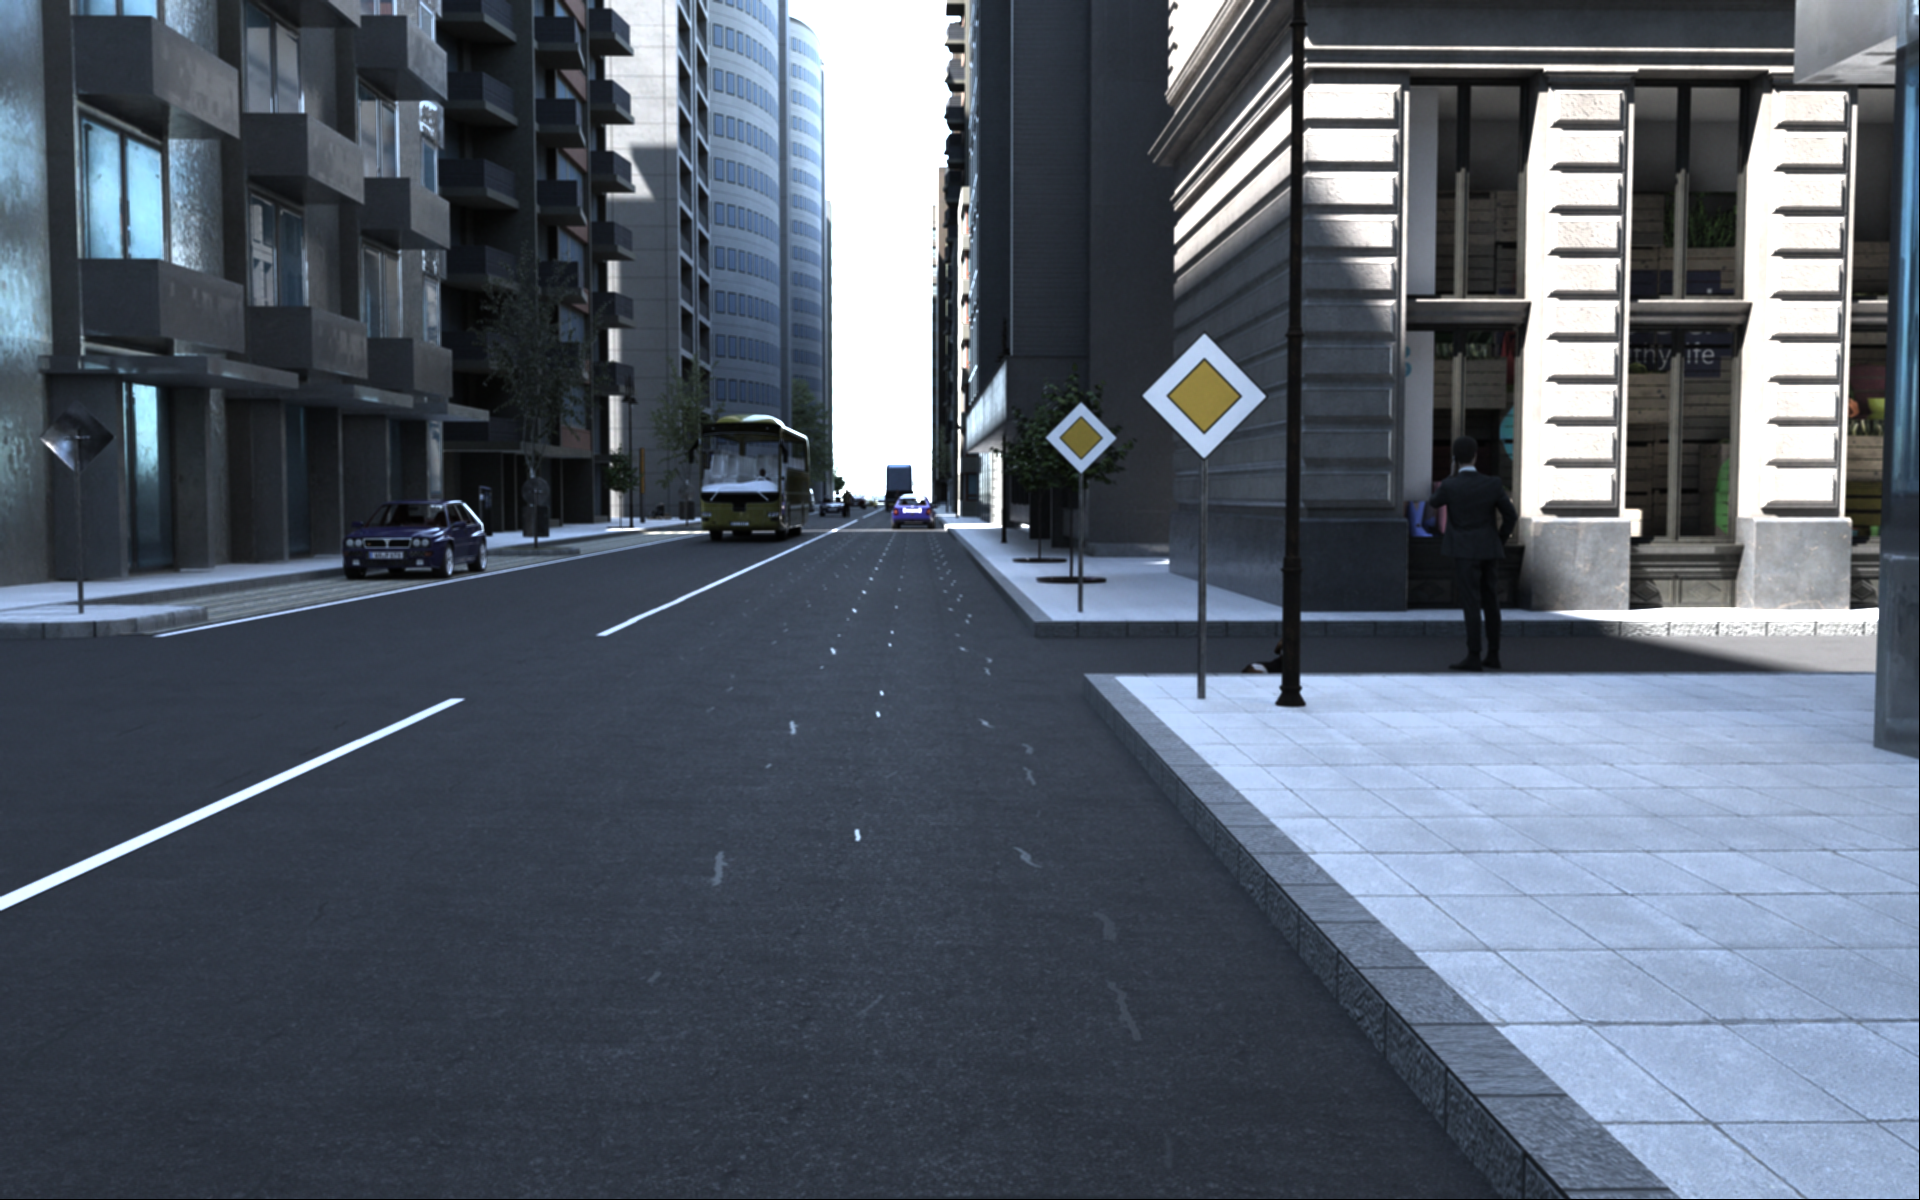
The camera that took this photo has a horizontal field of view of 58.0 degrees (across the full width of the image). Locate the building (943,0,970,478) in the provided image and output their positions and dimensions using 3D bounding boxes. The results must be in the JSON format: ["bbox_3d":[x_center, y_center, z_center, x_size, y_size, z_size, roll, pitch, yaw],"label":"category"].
[{"bbox_3d":[9.794,-29.741,140.885,22.147,44.769,28.867,0,4,-1],"label":"building"}]

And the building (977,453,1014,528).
[{"bbox_3d":[6.680,-18.446,79.083,11.434,29.767,29.804,0,4,-1],"label":"building"}]

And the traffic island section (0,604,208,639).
[{"bbox_3d":[-9.457,0.225,18.596,2.009,0.180,2.903,0,4,-1],"label":"traffic island section"}]

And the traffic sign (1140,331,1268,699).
[{"bbox_3d":[1.512,-0.438,10.805,0.795,2.450,0.064,0,4,-1],"label":"traffic sign"}]

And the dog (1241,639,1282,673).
[{"bbox_3d":[2.295,0.436,13.069,0.748,0.427,0.550,1,4,14],"label":"dog"}]

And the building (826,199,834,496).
[{"bbox_3d":[-24.396,-33.627,233.399,14.154,41.232,14.086,0,4,-1],"label":"building"}]

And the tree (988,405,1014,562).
[{"bbox_3d":[1.567,-2.326,32.625,1.663,3.219,1.824,0,3,0],"label":"tree"}]

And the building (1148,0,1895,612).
[{"bbox_3d":[12.785,-11.883,23.163,19.941,23.489,11.050,0,4,-1],"label":"building"}]

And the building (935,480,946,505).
[{"bbox_3d":[12.930,-31.801,211.819,32.217,40.220,23.993,0,4,-1],"label":"building"}]

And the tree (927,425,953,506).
[{"bbox_3d":[-1.347,-14.085,180.655,4.360,8.622,3.978,0,3,0],"label":"tree"}]

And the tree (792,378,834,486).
[{"bbox_3d":[-16.250,-15.399,169.904,7.486,12.596,7.792,0,3,0],"label":"tree"}]

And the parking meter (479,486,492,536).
[{"bbox_3d":[-14.450,-2.713,52.773,0.372,1.533,0.369,0,3,0],"label":"parking meter"}]

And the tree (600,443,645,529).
[{"bbox_3d":[-12.612,-4.302,64.939,1.663,3.219,1.824,0,3,0],"label":"tree"}]

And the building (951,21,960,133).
[{"bbox_3d":[6.191,-31.344,162.581,14.600,45.320,14.200,0,4,-1],"label":"building"}]

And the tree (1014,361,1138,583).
[{"bbox_3d":[1.763,-1.876,25.267,1.663,3.219,1.824,0,3,0],"label":"tree"}]

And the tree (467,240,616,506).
[{"bbox_3d":[-12.482,-6.177,51.356,4.360,8.622,3.978,0,3,0],"label":"tree"}]

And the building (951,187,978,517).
[{"bbox_3d":[13.558,-16.352,112.391,27.650,21.520,28.899,0,4,-1],"label":"building"}]

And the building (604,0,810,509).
[{"bbox_3d":[-26.865,-45.755,186.342,20.563,71.187,20.611,0,4,-1],"label":"building"}]

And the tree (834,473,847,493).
[{"bbox_3d":[-17.896,-16.347,250.985,4.285,4.588,4.351,0,3,0],"label":"tree"}]

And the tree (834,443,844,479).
[{"bbox_3d":[-18.164,-18.018,244.962,4.360,8.622,3.978,0,3,0],"label":"tree"}]

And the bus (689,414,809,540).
[{"bbox_3d":[-6.628,-4.001,56.963,2.896,3.916,12.252,0,4,-1],"label":"bus"}]

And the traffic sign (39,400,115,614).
[{"bbox_3d":[-9.434,-0.911,18.534,0.795,2.450,0.064,0,4,-1],"label":"traffic sign"}]

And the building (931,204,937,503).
[{"bbox_3d":[2.916,-34.400,246.028,14.154,41.232,14.086,0,4,-1],"label":"building"}]

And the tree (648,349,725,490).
[{"bbox_3d":[-13.999,-8.450,88.527,4.737,8.622,4.395,0,3,0],"label":"tree"}]

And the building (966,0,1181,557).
[{"bbox_3d":[7.713,-14.086,49.379,14.314,24.678,30.058,0,4,-1],"label":"building"}]

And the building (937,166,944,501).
[{"bbox_3d":[3.879,-35.513,230.749,14.600,45.320,14.200,0,4,-1],"label":"building"}]

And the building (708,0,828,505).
[{"bbox_3d":[-27.509,-40.958,211.660,21.231,58.520,28.212,0,4,-1],"label":"building"}]

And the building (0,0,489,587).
[{"bbox_3d":[-22.980,-25.201,31.653,23.786,49.044,30.456,0,4,-1],"label":"building"}]

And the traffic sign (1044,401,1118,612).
[{"bbox_3d":[1.308,-0.926,18.788,0.795,2.450,0.064,0,4,-1],"label":"traffic sign"}]

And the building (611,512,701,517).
[{"bbox_3d":[-23.541,-40.646,102.812,20.563,71.187,20.611,0,4,-1],"label":"building"}]

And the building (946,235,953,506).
[{"bbox_3d":[5.474,-25.736,192.488,14.160,30.474,14.107,0,4,-1],"label":"building"}]
